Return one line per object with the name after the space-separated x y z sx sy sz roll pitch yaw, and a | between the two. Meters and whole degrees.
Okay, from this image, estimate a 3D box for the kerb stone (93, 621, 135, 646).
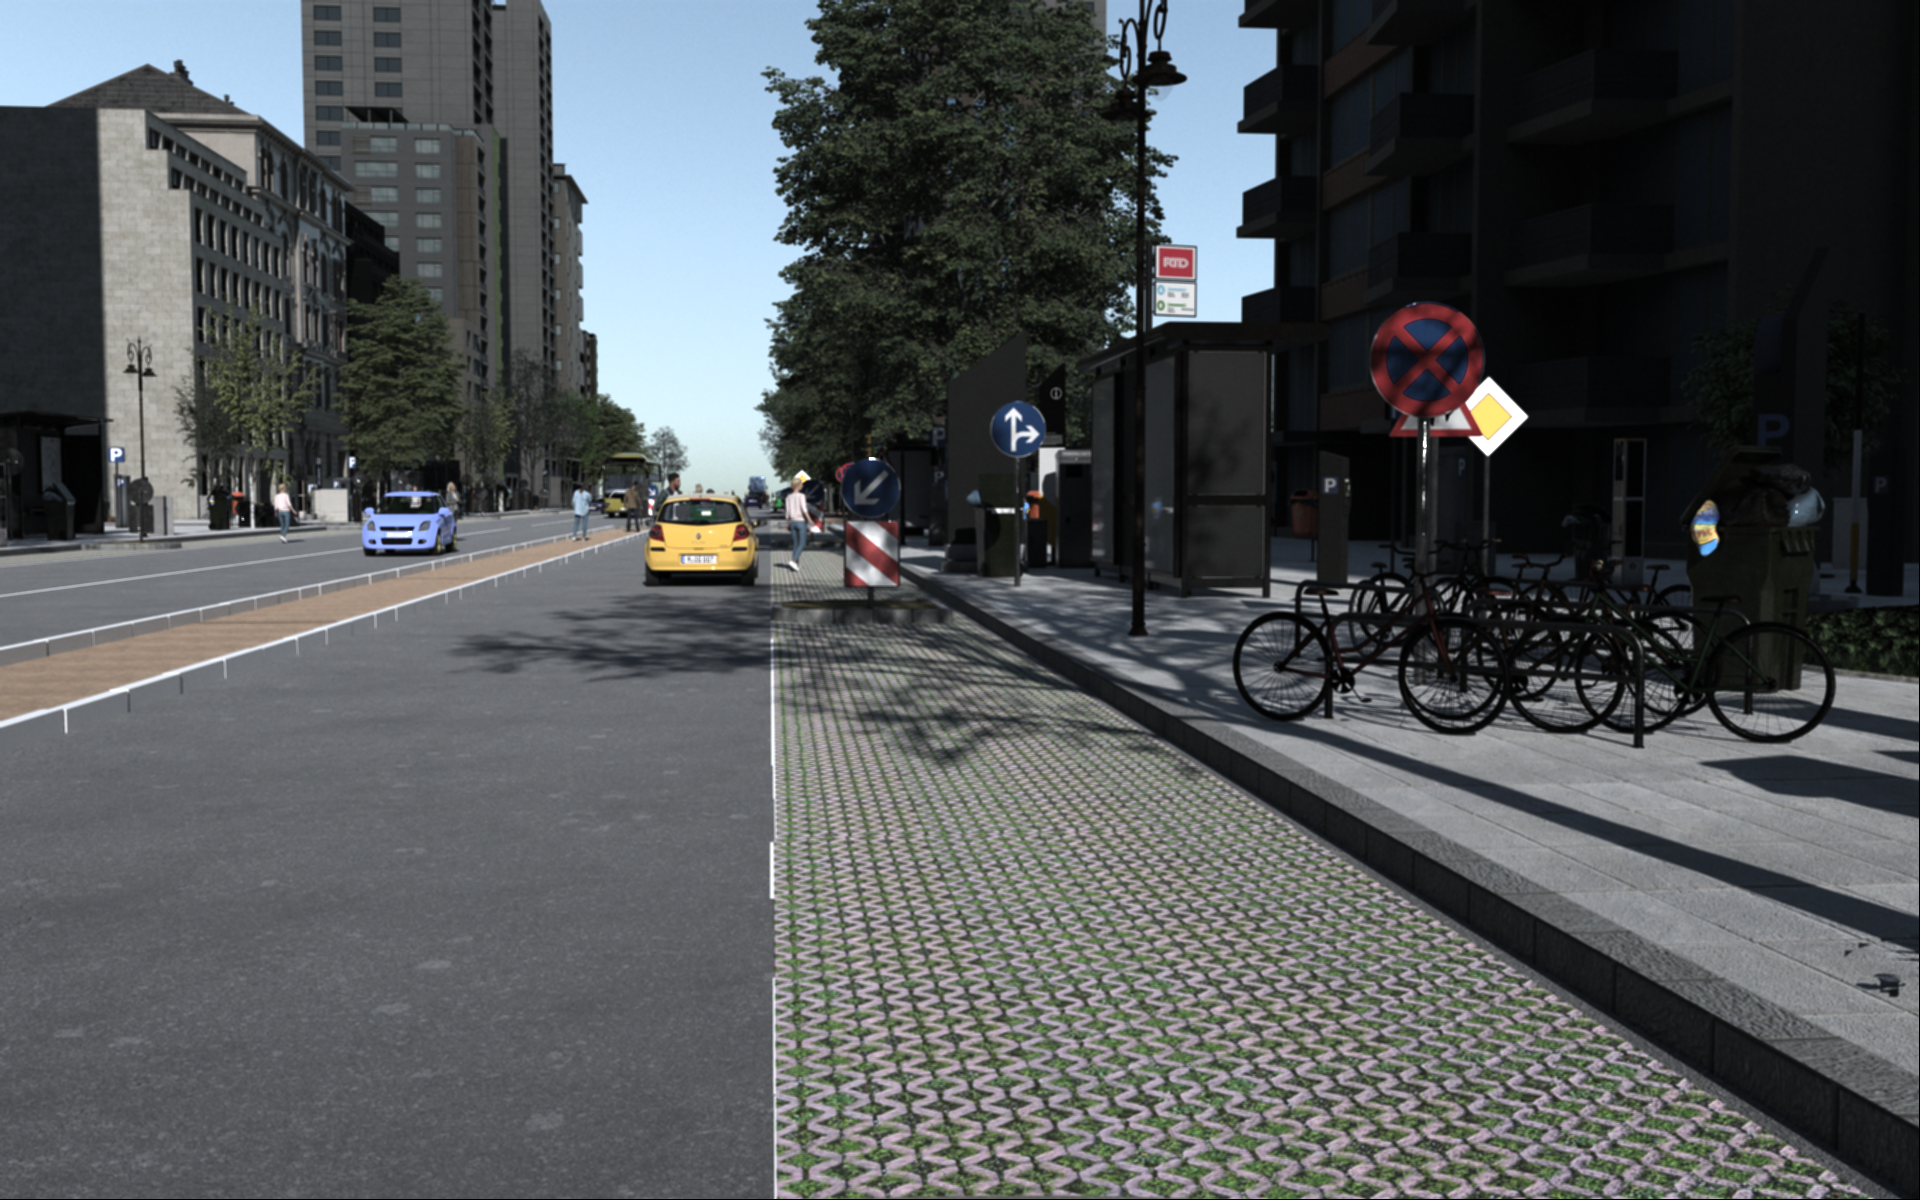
-8.226 0.336 16.705 0.120 0.150 1.000 0 4 -6 | kerb stone

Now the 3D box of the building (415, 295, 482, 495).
-61.856 -19.496 163.806 27.650 21.520 28.899 0 4 -6 | building

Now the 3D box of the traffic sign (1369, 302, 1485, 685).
3.095 -0.702 11.580 0.768 2.556 0.104 0 4 -1 | traffic sign

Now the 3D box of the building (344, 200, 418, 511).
-50.446 -18.696 135.357 12.332 23.373 15.834 0 4 -6 | building

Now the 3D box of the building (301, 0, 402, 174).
-63.029 -46.702 201.827 20.563 71.187 20.611 0 4 -6 | building

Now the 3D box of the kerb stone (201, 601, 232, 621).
-8.561 0.152 19.772 0.120 0.150 1.000 0 4 -6 | kerb stone

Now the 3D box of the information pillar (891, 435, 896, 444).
-2.461 -4.483 64.653 0.183 3.616 0.504 1 4 16 | information pillar

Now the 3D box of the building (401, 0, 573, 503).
-68.049 -49.855 253.381 20.563 71.187 20.611 0 4 -6 | building

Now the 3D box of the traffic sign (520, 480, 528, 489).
-38.150 -9.263 151.551 0.768 2.556 0.104 0 4 -3 | traffic sign

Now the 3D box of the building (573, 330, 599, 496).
-70.397 -32.285 299.562 14.160 30.474 14.107 0 4 -6 | building

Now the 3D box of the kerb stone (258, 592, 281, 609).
-8.784 0.024 21.809 0.120 0.150 1.000 0 4 -6 | kerb stone

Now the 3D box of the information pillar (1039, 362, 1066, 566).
1.656 -2.417 30.879 0.504 3.616 0.183 1 4 22 | information pillar

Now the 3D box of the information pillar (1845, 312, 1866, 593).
11.673 -1.907 22.532 0.183 3.616 0.504 2 4 26 | information pillar

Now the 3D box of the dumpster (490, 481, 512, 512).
-33.549 -7.573 126.304 1.502 2.255 1.985 0 4 -6 | dumpster

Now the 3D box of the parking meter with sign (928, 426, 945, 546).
-0.541 -2.887 43.465 0.543 3.016 1.738 0 4 2 | parking meter with sign

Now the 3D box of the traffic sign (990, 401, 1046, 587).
0.796 -1.455 23.903 0.768 2.556 0.104 0 4 -5 | traffic sign

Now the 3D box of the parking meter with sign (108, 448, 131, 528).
-31.733 -4.246 65.681 0.543 3.016 1.738 -1 4 -12 | parking meter with sign

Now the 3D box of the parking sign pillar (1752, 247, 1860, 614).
8.899 -1.842 18.588 1.447 3.967 1.447 3 5 39 | parking sign pillar

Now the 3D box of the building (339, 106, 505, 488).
-57.193 -30.688 185.348 14.154 41.232 14.086 0 4 -6 | building

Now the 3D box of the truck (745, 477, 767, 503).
-30.868 -16.638 261.793 2.967 4.110 18.799 0 4 -4 | truck

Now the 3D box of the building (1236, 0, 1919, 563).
19.642 -23.881 45.072 22.147 44.769 28.867 0 4 -6 | building

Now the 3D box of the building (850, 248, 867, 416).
-7.864 -39.481 300.135 22.147 44.769 28.867 0 4 -6 | building

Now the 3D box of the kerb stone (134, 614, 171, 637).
-8.339 0.274 17.722 0.120 0.150 1.000 0 4 -6 | kerb stone

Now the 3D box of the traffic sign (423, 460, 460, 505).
-31.068 -6.720 103.750 2.265 3.308 0.079 0 4 3 | traffic sign

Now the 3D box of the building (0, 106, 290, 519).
-44.452 -14.658 94.413 10.420 20.320 16.860 0 4 -6 | building

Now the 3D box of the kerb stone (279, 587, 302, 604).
-8.904 -0.039 22.825 0.120 0.150 1.000 0 4 -6 | kerb stone

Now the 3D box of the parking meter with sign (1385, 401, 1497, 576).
7.706 -1.923 27.708 1.738 3.016 0.543 3 5 39 | parking meter with sign

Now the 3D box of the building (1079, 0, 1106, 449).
3.872 -45.919 189.029 20.563 71.187 20.611 0 4 -6 | building

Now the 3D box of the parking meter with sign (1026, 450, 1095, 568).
2.008 -2.071 30.117 1.738 3.016 0.543 0 4 -6 | parking meter with sign

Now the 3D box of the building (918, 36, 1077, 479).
3.396 -31.897 171.625 14.600 45.320 14.200 0 4 -6 | building

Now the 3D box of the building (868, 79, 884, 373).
-5.963 -51.103 273.786 20.563 71.187 20.611 0 4 -6 | building

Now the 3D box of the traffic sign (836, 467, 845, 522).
-5.288 -4.828 79.038 0.768 2.556 0.104 0 4 -2 | traffic sign

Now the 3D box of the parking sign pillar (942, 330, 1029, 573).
0.416 -2.452 28.555 1.447 3.967 1.447 0 4 -7 | parking sign pillar

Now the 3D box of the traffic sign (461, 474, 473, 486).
-30.835 -6.622 108.379 0.768 2.556 0.104 0 4 -2 | traffic sign

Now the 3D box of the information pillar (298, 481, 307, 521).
-31.858 -4.854 83.861 0.304 2.012 0.304 0 4 5 | information pillar

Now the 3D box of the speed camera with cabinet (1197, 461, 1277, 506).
7.353 -3.159 45.983 2.038 3.252 0.660 -1 4 -14 | speed camera with cabinet

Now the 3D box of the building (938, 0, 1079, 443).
2.074 -47.185 209.732 20.563 71.187 20.611 0 4 -6 | building

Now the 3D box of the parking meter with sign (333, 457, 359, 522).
-28.473 -5.101 79.658 0.543 3.016 1.738 2 4 24 | parking meter with sign

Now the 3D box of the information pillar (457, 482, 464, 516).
-29.683 -6.017 102.869 0.304 2.012 0.304 0 4 -3 | information pillar

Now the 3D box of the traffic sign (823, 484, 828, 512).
-9.453 -7.519 122.945 0.884 2.594 0.081 0 4 -2 | traffic sign

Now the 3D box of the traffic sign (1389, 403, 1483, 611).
4.413 -0.986 16.132 0.884 2.594 0.081 0 4 -5 | traffic sign

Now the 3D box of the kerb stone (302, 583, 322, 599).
-9.010 -0.101 23.842 0.120 0.150 1.000 0 4 -6 | kerb stone

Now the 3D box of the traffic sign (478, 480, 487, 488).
-33.848 -7.381 122.808 0.606 2.300 0.079 0 4 -2 | traffic sign

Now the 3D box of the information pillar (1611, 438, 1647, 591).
8.851 -1.127 22.925 0.304 2.012 0.304 0 4 -6 | information pillar

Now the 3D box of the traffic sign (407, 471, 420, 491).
-30.255 -5.855 95.827 0.768 2.556 0.104 0 4 -2 | traffic sign

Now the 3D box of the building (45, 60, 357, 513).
-49.587 -20.020 114.721 14.401 28.519 23.554 0 4 -6 | building

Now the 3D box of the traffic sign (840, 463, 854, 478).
-4.449 -4.277 70.040 0.768 2.556 0.104 0 4 -3 | traffic sign

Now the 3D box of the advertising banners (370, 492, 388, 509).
-40.945 -7.775 123.314 2.074 3.025 0.090 -3 4 -38 | advertising banners

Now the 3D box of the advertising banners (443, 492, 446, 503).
-31.774 -6.783 107.097 0.090 3.025 2.074 -1 4 -9 | advertising banners

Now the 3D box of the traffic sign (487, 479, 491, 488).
-33.817 -7.506 123.901 0.795 2.450 0.064 0 4 -3 | traffic sign

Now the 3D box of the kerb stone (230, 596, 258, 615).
-8.675 0.086 20.793 0.120 0.150 1.000 0 4 -6 | kerb stone

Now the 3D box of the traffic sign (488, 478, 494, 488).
-35.544 -8.015 131.148 0.768 2.556 0.104 0 4 3 | traffic sign

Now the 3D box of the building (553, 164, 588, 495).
-75.052 -42.095 277.489 28.713 52.752 27.495 0 4 -6 | building

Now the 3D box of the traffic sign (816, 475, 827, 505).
-8.145 -6.276 102.713 0.768 2.556 0.104 0 4 -5 | traffic sign

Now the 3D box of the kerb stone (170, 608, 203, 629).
-8.451 0.213 18.748 0.120 0.150 1.000 0 4 -6 | kerb stone

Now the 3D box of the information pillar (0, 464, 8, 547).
-23.184 -2.275 41.688 0.304 2.012 0.304 0 4 1 | information pillar
